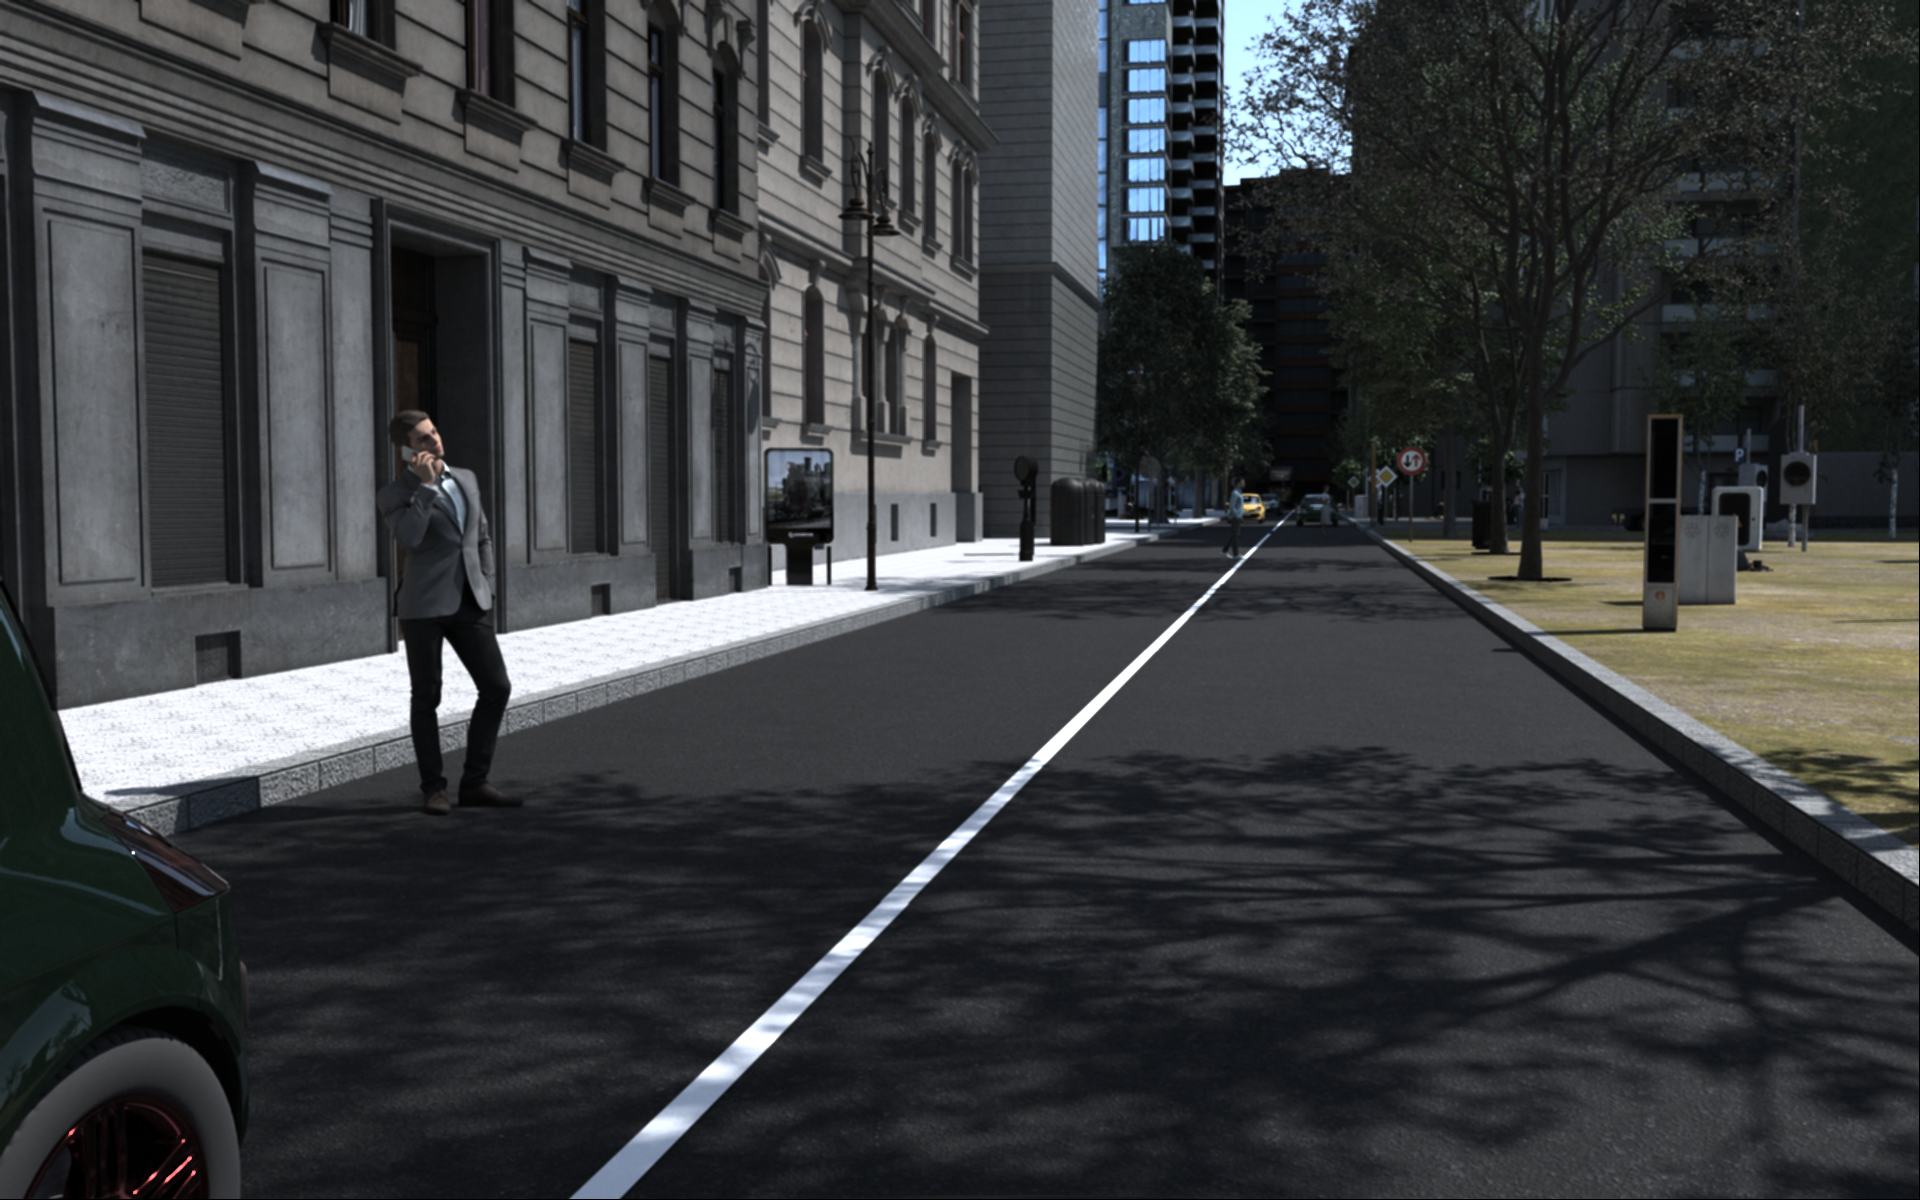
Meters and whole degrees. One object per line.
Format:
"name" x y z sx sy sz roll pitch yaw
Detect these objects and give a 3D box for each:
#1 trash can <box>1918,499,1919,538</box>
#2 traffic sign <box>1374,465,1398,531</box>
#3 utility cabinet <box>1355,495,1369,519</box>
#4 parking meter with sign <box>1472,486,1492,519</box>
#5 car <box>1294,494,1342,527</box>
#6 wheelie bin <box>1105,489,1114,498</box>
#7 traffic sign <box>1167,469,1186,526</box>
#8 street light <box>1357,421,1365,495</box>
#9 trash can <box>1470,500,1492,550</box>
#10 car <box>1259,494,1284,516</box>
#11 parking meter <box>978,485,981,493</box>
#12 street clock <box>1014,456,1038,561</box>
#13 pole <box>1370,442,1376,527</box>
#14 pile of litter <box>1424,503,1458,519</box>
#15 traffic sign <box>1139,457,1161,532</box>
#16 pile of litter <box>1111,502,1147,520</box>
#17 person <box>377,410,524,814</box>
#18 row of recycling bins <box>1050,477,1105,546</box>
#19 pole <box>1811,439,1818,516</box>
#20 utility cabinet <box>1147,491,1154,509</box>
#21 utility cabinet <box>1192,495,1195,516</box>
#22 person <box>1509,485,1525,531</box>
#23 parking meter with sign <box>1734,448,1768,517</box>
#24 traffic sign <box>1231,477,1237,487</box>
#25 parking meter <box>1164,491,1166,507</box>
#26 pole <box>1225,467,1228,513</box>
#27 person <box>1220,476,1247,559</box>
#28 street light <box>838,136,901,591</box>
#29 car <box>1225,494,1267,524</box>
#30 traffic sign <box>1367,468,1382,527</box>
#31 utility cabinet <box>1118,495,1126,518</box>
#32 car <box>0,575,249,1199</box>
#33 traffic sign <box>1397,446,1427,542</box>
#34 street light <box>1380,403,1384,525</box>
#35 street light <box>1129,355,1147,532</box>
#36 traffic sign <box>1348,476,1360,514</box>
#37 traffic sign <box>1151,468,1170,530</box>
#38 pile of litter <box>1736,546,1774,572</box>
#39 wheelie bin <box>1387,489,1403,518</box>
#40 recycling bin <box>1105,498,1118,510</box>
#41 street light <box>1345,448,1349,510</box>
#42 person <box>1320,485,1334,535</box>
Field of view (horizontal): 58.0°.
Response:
"trash can" 26.974 -2.226 48.048 0.748 1.137 0.748 0 3 0
"traffic sign" 14.730 -3.441 59.909 0.795 2.450 0.064 1 4 11
"utility cabinet" 21.149 -4.900 91.278 0.306 1.237 1.020 -1 4 -14
"parking meter with sign" 27.586 -5.780 90.760 1.738 3.016 0.543 -2 4 -33
"car" 16.131 -4.053 78.067 2.131 1.459 4.920 1 4 12
"wheelie bin" 10.079 -6.776 118.695 0.980 1.594 0.693 2 4 24
"traffic sign" 8.629 -4.016 69.306 0.795 2.450 0.064 1 4 11
"street light" 24.556 -8.149 106.023 0.468 5.910 1.993 1 4 11
"trash can" 12.212 -1.746 40.207 0.748 1.137 0.748 0 3 0
"car" 20.522 -6.334 115.353 2.131 1.459 4.920 1 4 13
"parking meter" 0.419 -2.539 49.926 0.372 1.533 0.369 0 3 0
"street clock" 1.262 -1.743 33.064 0.358 2.002 0.471 -2 4 -35
"pole" 16.138 -4.510 67.586 0.158 3.312 0.155 0 3 0
"pile of litter" 24.614 -4.555 88.444 1.719 0.858 1.176 1 4 20
"traffic sign" 6.471 -3.610 59.133 0.768 2.556 0.104 1 4 20
"pile of litter" 8.441 -4.436 86.499 1.719 0.858 1.176 2 4 27
"person" -2.308 0.052 7.834 0.592 1.802 0.473 -2 4 -35
"row of recycling bins" 3.073 -2.273 44.281 1.069 1.692 3.534 1 4 16
"pole" 31.957 -4.339 64.778 0.158 3.312 0.155 0 3 0
"utility cabinet" 12.757 -6.465 114.389 0.318 1.500 1.173 3 4 39
"utility cabinet" 14.272 -5.665 103.778 0.306 1.237 1.020 2 4 34
"person" 20.795 -3.388 64.489 0.643 1.750 0.593 -3 5 -40
"parking meter with sign" 30.215 -4.245 65.663 1.738 3.016 0.543 -1 4 -19
"traffic sign" 20.381 -7.814 127.865 0.768 2.556 0.104 1 4 21
"parking meter" 12.618 -6.085 107.895 0.372 1.533 0.369 0 3 0
"pole" 17.632 -7.381 114.523 0.158 3.312 0.155 0 3 0
"person" 6.085 -1.835 38.516 0.620 1.820 0.660 1 4 13
"street light" -1.179 -3.064 22.888 0.468 5.910 1.993 1 4 11
"car" 14.065 -4.573 84.991 2.015 1.641 3.980 1 4 12
"traffic sign" 16.314 -3.920 67.736 0.795 2.450 0.064 1 4 11
"utility cabinet" 8.564 -4.921 91.628 0.306 1.237 1.020 1 4 15
"car" -2.331 0.517 1.337 2.009 1.686 4.222 1 4 12
"traffic sign" 12.094 -2.832 46.417 0.768 2.556 0.104 1 4 12
"street light" 17.277 -5.987 70.674 0.468 5.910 1.993 1 4 11
"street light" 5.931 -5.201 57.816 0.468 5.910 1.993 1 4 11
"traffic sign" 24.750 -6.589 108.915 0.795 2.450 0.064 1 4 17
"traffic sign" 7.045 -3.537 61.479 0.795 2.450 0.064 1 4 11
"pile of litter" 12.930 -0.943 29.378 1.176 0.858 1.719 -1 4 -19
"wheelie bin" 23.278 -5.180 92.605 0.693 1.594 0.980 2 4 31
"recycling bin" 9.355 -5.834 107.947 0.722 1.027 0.722 -2 4 -33
"street light" 31.497 -10.285 140.946 0.468 5.910 1.993 1 4 11
"person" 12.763 -3.119 60.060 0.524 1.755 0.480 2 4 33
